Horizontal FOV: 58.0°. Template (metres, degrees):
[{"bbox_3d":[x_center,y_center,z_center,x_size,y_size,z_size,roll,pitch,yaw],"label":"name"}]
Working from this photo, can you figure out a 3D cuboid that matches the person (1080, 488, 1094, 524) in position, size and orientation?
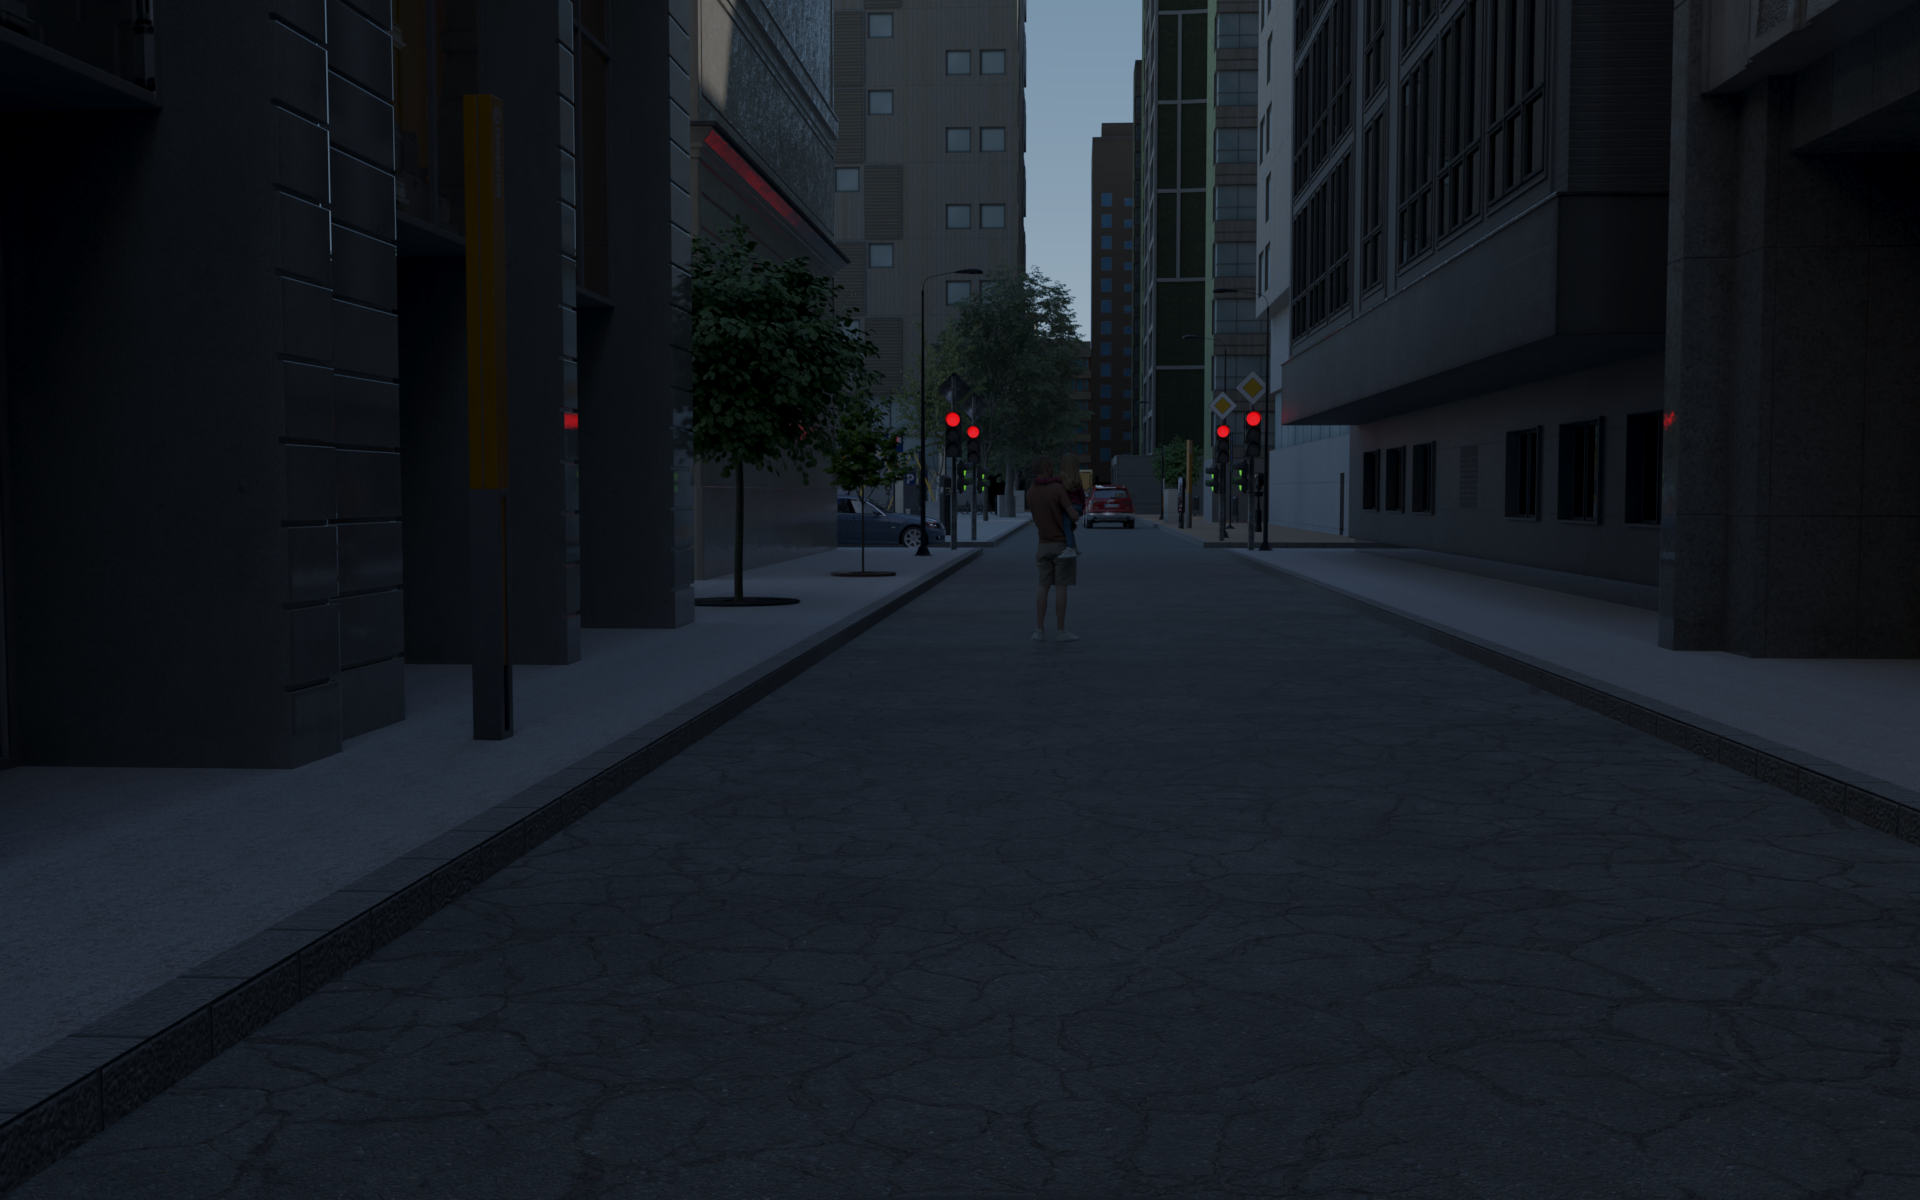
[{"bbox_3d":[6.045,-4.437,81.803,0.760,1.731,0.466,-3,4,-38],"label":"person"}]

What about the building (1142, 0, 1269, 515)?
[{"bbox_3d":[20.746,-27.420,131.908,14.154,41.232,14.086,0,4,4],"label":"building"}]

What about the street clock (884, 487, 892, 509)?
[{"bbox_3d":[-5.017,-7.118,120.956,0.471,2.002,0.358,1,4,19],"label":"street clock"}]

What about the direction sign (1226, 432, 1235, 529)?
[{"bbox_3d":[9.990,-4.402,63.965,0.379,3.537,0.876,0,3,0],"label":"direction sign"}]

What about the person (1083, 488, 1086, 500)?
[{"bbox_3d":[8.796,-6.982,122.538,0.514,1.842,0.818,-1,4,-13],"label":"person"}]

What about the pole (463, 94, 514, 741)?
[{"bbox_3d":[-2.450,-0.927,8.996,0.158,3.312,0.155,0,3,0],"label":"pole"}]

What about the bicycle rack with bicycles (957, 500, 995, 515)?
[{"bbox_3d":[0.764,-5.728,107.029,2.925,0.926,2.852,1,4,12],"label":"bicycle rack with bicycles"}]

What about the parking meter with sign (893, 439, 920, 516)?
[{"bbox_3d":[-1.570,-3.259,49.539,0.543,3.016,1.738,-2,4,-24],"label":"parking meter with sign"}]

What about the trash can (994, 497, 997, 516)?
[{"bbox_3d":[2.341,-5.510,101.734,0.748,1.137,0.748,0,3,0],"label":"trash can"}]

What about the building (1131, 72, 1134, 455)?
[{"bbox_3d":[23.526,-29.534,166.472,14.154,41.232,14.086,0,4,4],"label":"building"}]

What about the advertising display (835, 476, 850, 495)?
[{"bbox_3d":[-3.532,-2.611,47.905,0.974,1.923,0.123,0,4,5],"label":"advertising display"}]

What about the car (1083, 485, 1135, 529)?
[{"bbox_3d":[6.275,-3.949,73.234,2.281,1.827,5.304,0,4,2],"label":"car"}]

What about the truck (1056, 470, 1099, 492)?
[{"bbox_3d":[9.263,-8.674,137.744,3.469,3.379,9.791,0,4,5],"label":"truck"}]

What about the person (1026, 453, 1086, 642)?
[{"bbox_3d":[0.958,-0.518,16.947,0.580,1.828,0.573,-1,4,-9],"label":"person"}]

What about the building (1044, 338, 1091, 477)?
[{"bbox_3d":[2.083,-22.976,220.699,28.899,21.520,27.650,0,4,4],"label":"building"}]

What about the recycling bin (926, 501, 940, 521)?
[{"bbox_3d":[-0.965,-2.929,60.439,0.722,1.027,0.722,1,4,8],"label":"recycling bin"}]

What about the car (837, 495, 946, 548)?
[{"bbox_3d":[-2.610,-1.986,44.478,4.499,1.417,2.014,0,4,3],"label":"car"}]

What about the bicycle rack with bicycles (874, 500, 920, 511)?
[{"bbox_3d":[-3.573,-5.387,101.462,2.852,0.926,2.925,-3,4,-37],"label":"bicycle rack with bicycles"}]

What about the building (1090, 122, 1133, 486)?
[{"bbox_3d":[23.138,-34.354,211.794,14.200,45.320,14.600,0,4,4],"label":"building"}]

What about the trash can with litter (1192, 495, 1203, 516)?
[{"bbox_3d":[14.031,-5.503,101.029,2.233,1.210,1.678,2,4,30],"label":"trash can with litter"}]

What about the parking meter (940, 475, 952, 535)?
[{"bbox_3d":[-0.445,-2.937,53.724,0.255,1.863,0.399,-2,4,-28],"label":"parking meter"}]

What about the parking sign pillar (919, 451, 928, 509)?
[{"bbox_3d":[-2.312,-7.337,108.433,1.447,3.967,1.447,0,4,5],"label":"parking sign pillar"}]

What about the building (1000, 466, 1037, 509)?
[{"bbox_3d":[-2.654,-44.163,160.310,20.563,71.187,20.611,0,4,4],"label":"building"}]

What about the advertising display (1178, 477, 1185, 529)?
[{"bbox_3d":[8.202,-3.605,64.159,0.123,1.923,0.974,0,4,-2],"label":"advertising display"}]

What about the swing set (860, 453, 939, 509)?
[{"bbox_3d":[-2.452,-4.183,66.015,2.862,2.851,3.119,2,4,24],"label":"swing set"}]

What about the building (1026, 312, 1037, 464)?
[{"bbox_3d":[-6.160,-20.860,186.107,28.899,21.520,27.650,0,4,4],"label":"building"}]

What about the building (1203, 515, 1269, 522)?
[{"bbox_3d":[18.843,-24.454,83.426,14.154,41.232,14.086,0,4,4],"label":"building"}]

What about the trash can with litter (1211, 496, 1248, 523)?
[{"bbox_3d":[12.247,-3.993,76.335,1.678,1.210,2.233,-2,4,-32],"label":"trash can with litter"}]

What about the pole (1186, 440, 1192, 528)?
[{"bbox_3d":[8.639,-4.367,65.239,0.158,3.312,0.155,0,3,0],"label":"pole"}]

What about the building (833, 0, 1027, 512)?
[{"bbox_3d":[-8.469,-33.484,136.701,28.713,52.752,27.495,0,4,4],"label":"building"}]

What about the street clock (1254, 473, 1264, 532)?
[{"bbox_3d":[10.054,-3.287,58.316,0.358,2.002,0.471,-1,4,-16],"label":"street clock"}]
